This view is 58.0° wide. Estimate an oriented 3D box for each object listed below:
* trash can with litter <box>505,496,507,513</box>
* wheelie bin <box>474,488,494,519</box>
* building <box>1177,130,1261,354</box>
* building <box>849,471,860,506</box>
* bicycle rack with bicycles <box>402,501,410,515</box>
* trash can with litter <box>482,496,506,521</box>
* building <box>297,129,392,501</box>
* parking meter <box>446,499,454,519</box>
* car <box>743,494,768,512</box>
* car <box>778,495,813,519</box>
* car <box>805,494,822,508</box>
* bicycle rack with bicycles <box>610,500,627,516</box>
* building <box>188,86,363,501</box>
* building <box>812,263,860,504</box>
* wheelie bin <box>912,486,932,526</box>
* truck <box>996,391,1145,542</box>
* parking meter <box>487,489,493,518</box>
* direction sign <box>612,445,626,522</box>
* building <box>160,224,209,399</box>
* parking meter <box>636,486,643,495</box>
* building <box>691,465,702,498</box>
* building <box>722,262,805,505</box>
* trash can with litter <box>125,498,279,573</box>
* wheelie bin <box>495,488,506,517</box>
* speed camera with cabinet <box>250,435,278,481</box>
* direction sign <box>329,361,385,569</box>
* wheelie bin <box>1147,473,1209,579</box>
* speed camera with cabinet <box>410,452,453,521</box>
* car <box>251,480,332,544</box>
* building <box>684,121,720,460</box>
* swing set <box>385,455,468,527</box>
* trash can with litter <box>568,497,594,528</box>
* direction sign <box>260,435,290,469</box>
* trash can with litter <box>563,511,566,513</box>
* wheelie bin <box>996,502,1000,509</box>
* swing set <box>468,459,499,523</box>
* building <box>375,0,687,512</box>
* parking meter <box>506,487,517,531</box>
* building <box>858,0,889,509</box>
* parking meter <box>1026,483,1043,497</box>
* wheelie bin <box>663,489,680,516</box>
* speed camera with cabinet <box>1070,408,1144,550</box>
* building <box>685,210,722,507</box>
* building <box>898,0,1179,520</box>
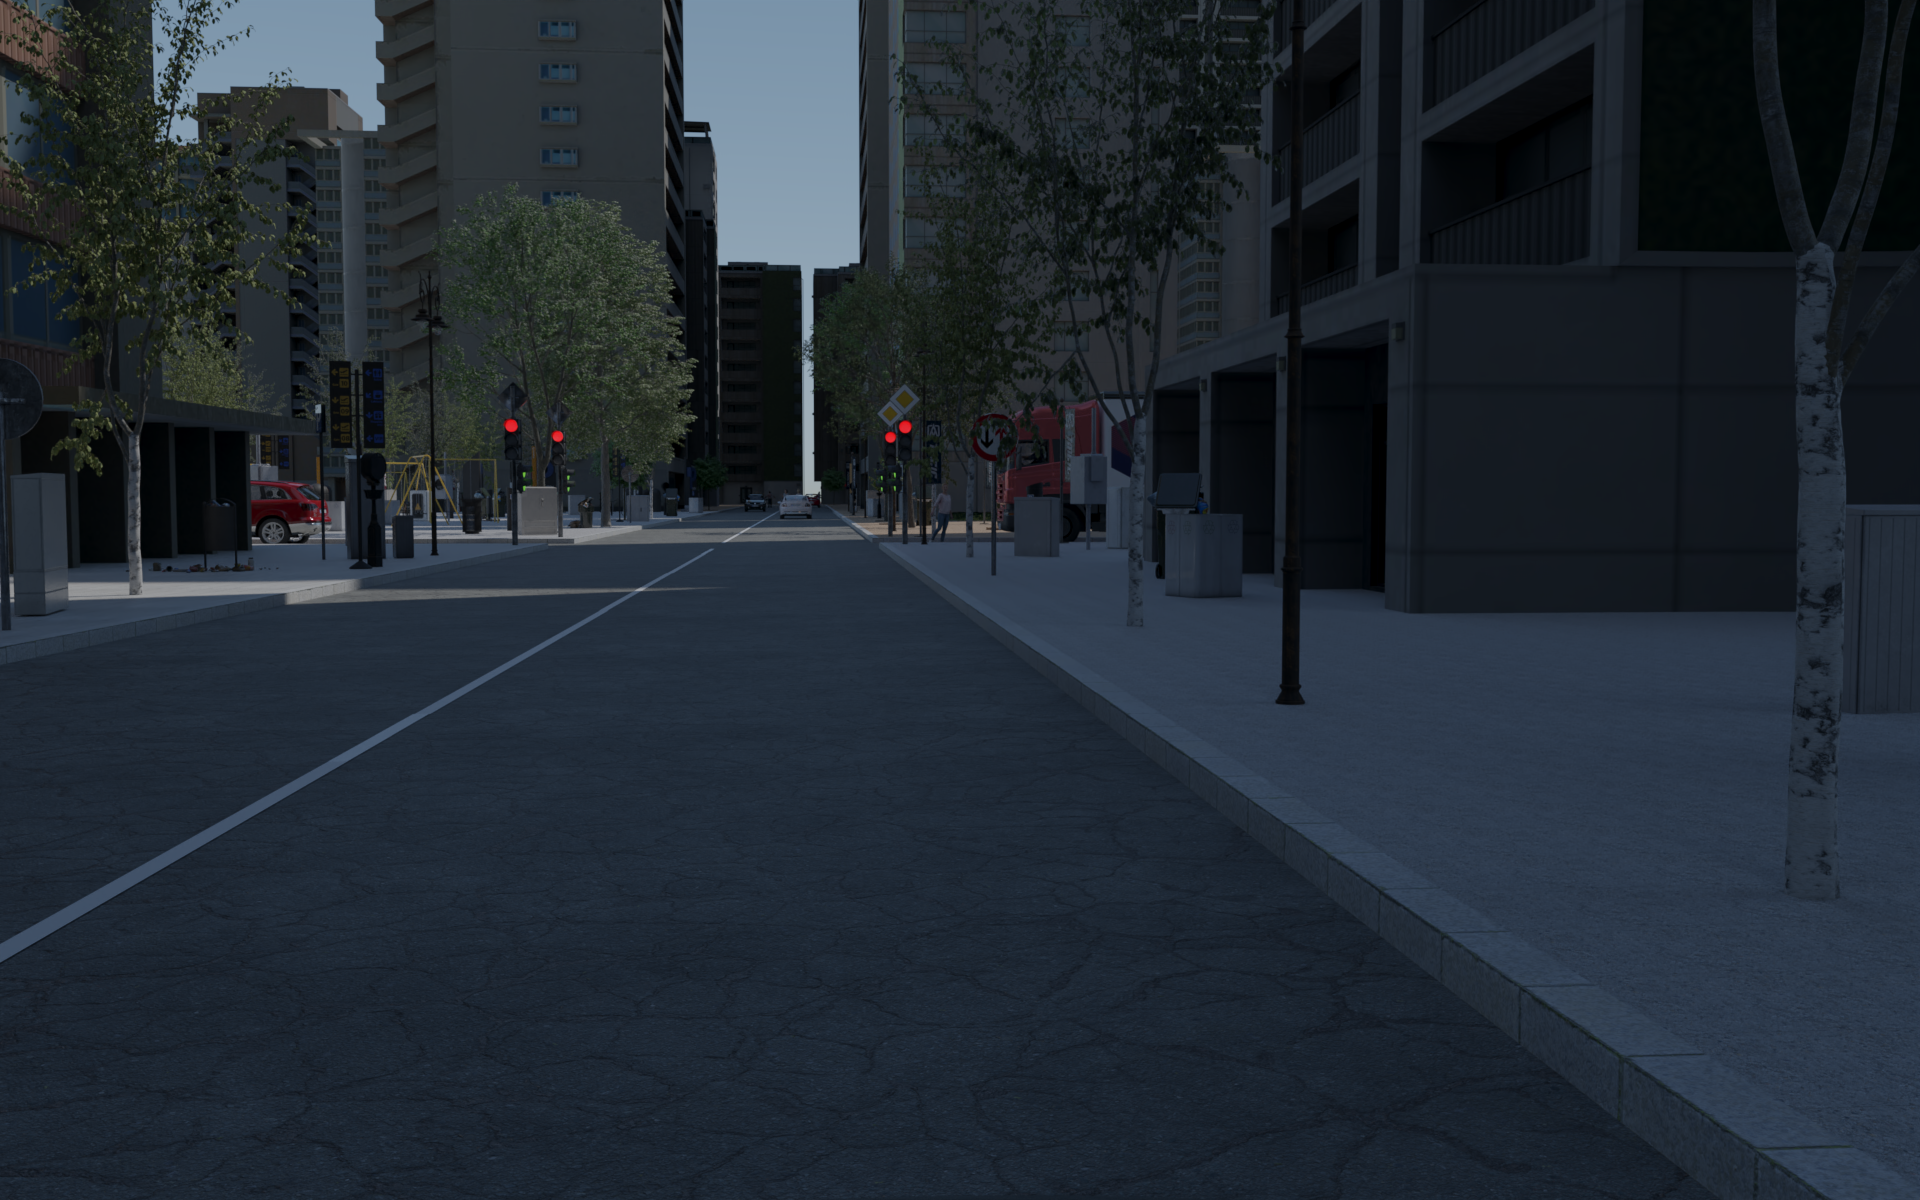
[{"bbox_3d":[-30.435,-6.372,115.562,0.624,1.170,1.055,-2,4,-25],"label":"trash can with litter"},{"bbox_3d":[-24.278,-4.903,88.071,0.693,1.594,0.980,0,4,5],"label":"wheelie bin"},{"bbox_3d":[34.851,-30.365,188.344,23.993,40.220,32.217,0,4,-5],"label":"building"},{"bbox_3d":[-1.824,-45.980,190.031,20.563,71.187,20.611,0,4,-5],"label":"building"},{"bbox_3d":[-30.295,-4.897,93.446,2.852,0.926,2.925,0,4,-3],"label":"bicycle rack with bicycles"},{"bbox_3d":[-22.263,-4.318,81.664,1.678,1.210,2.233,-1,4,-22],"label":"trash can with litter"},{"bbox_3d":[-52.398,-29.923,181.122,23.993,40.220,32.217,0,4,-5],"label":"building"},{"bbox_3d":[-26.481,-4.983,89.880,0.372,1.533,0.369,0,3,0],"label":"parking meter"},{"bbox_3d":[-16.732,-8.056,141.500,2.009,1.686,4.222,0,4,-6],"label":"car"},{"bbox_3d":[-9.593,-5.424,101.039,2.083,1.381,4.827,0,4,-6],"label":"car"},{"bbox_3d":[-15.562,-10.563,181.750,2.155,1.783,4.494,0,4,-3],"label":"car"},{"bbox_3d":[-19.821,-5.412,101.861,2.852,0.926,2.925,-1,4,-17],"label":"bicycle rack with bicycles"},{"bbox_3d":[-73.273,-32.867,187.491,14.200,45.320,14.600,0,4,-5],"label":"building"},{"bbox_3d":[-11.681,-27.395,219.613,14.107,30.474,14.160,0,4,-5],"label":"building"},{"bbox_3d":[-1.525,-3.802,70.063,0.980,1.594,0.693,-1,4,-10],"label":"wheelie bin"},{"bbox_3d":[6.035,-3.651,48.615,11.283,4.237,2.839,0,4,-5],"label":"truck"},{"bbox_3d":[-25.610,-5.248,94.223,0.372,1.533,0.369,0,3,0],"label":"parking meter"},{"bbox_3d":[-15.625,-5.348,79.441,0.876,3.537,0.379,3,4,38],"label":"direction sign"},{"bbox_3d":[-87.430,-25.423,187.367,14.107,30.474,14.160,0,4,-5],"label":"building"},{"bbox_3d":[-19.414,-6.066,104.886,0.255,1.863,0.399,-3,5,-39],"label":"parking meter"},{"bbox_3d":[-34.009,-43.866,155.458,20.563,71.187,20.611,0,4,-5],"label":"building"},{"bbox_3d":[-26.753,-27.321,218.395,14.107,30.474,14.160,0,4,-5],"label":"building"},{"bbox_3d":[-12.698,-1.090,28.875,2.233,1.210,1.678,0,4,-4],"label":"trash can with litter"},{"bbox_3d":[-25.552,-5.390,96.039,0.693,1.594,0.980,-2,4,-35],"label":"wheelie bin"},{"bbox_3d":[-20.947,-3.599,53.187,2.038,3.252,0.660,2,4,34],"label":"speed camera with cabinet"},{"bbox_3d":[-10.283,-2.301,29.615,0.876,3.537,0.379,-1,4,-19],"label":"direction sign"},{"bbox_3d":[3.315,-1.122,26.250,0.980,1.594,0.693,1,4,21],"label":"wheelie bin"},{"bbox_3d":[-24.956,-5.344,81.713,2.038,3.252,0.660,1,4,20],"label":"speed camera with cabinet"},{"bbox_3d":[-20.076,-2.379,47.568,5.304,1.827,2.281,0,4,-3],"label":"car"},{"bbox_3d":[-33.872,-31.076,191.692,14.086,41.232,14.154,0,4,-5],"label":"building"},{"bbox_3d":[-21.852,-4.439,70.191,2.862,2.851,3.119,-2,4,-28],"label":"swing set"},{"bbox_3d":[-14.232,-3.273,64.900,1.055,1.170,0.624,2,4,25],"label":"trash can with litter"},{"bbox_3d":[-21.607,-3.834,54.685,0.876,3.537,0.379,0,4,-6],"label":"direction sign"},{"bbox_3d":[-27.557,-6.551,118.165,2.233,1.210,1.678,1,4,22],"label":"trash can with litter"},{"bbox_3d":[1.856,-3.972,72.848,0.693,1.594,0.980,1,4,13],"label":"wheelie bin"},{"bbox_3d":[-21.965,-4.855,76.997,3.119,2.851,2.862,-1,4,-18],"label":"swing set"},{"bbox_3d":[-32.944,-31.278,135.096,21.300,48.544,21.600,0,4,-5],"label":"building"},{"bbox_3d":[-15.616,-3.180,60.411,0.372,1.533,0.369,0,3,0],"label":"parking meter"},{"bbox_3d":[2.898,-31.499,138.713,21.300,48.544,21.600,0,4,-5],"label":"building"},{"bbox_3d":[1.634,-1.815,38.091,0.372,1.533,0.369,0,3,0],"label":"parking meter"},{"bbox_3d":[-16.573,-5.599,99.452,0.980,1.594,0.693,0,4,-5],"label":"wheelie bin"},{"bbox_3d":[3.538,-2.817,40.389,2.038,3.252,0.660,-2,4,-34],"label":"speed camera with cabinet"},{"bbox_3d":[-31.784,-24.623,174.286,14.160,30.474,14.107,0,4,-5],"label":"building"},{"bbox_3d":[3.615,-25.055,93.245,14.154,41.232,14.086,0,4,-5],"label":"building"}]
